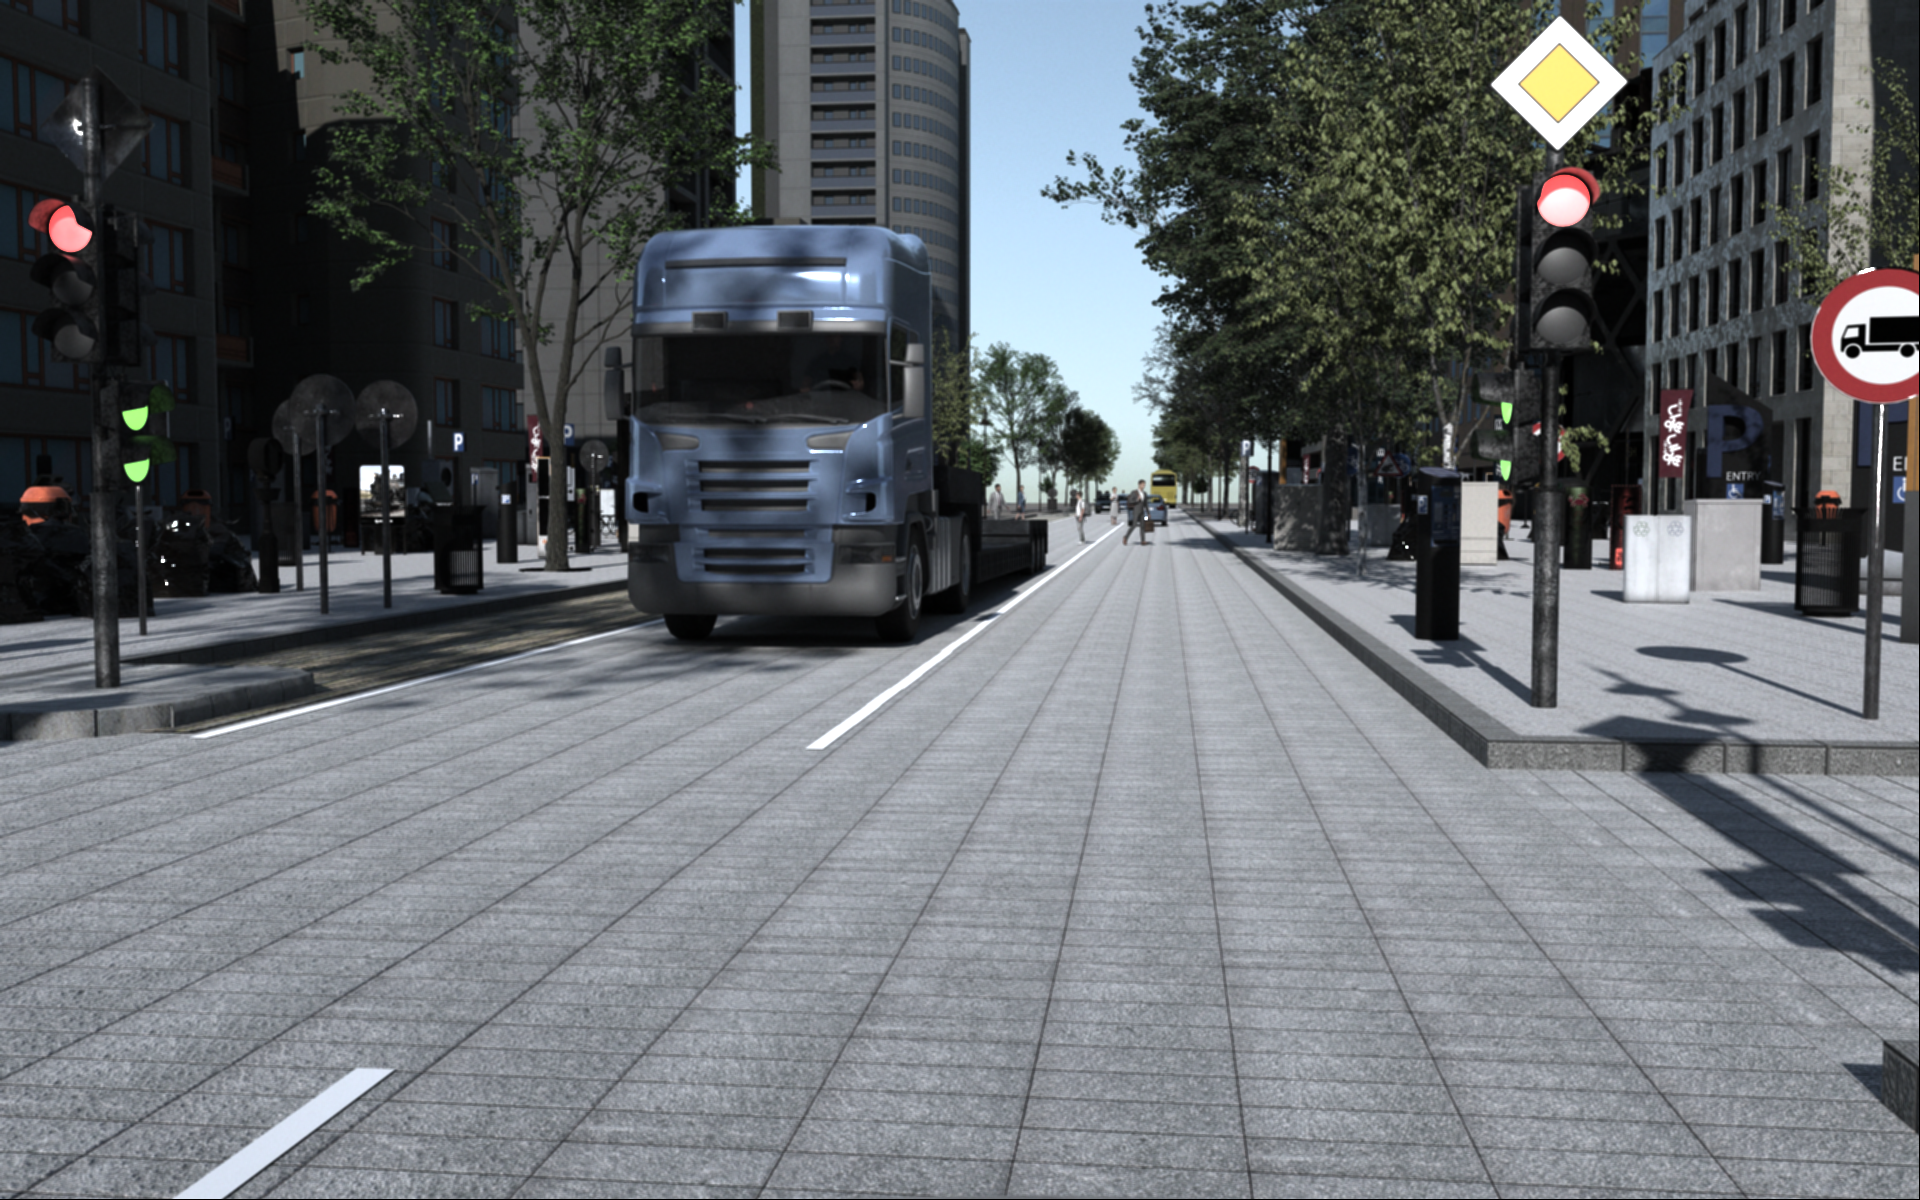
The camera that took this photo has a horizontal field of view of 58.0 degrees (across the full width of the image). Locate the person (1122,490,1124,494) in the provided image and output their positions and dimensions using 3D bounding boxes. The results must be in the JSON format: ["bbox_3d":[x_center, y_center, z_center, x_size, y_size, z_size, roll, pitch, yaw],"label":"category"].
[{"bbox_3d":[16.493,-10.163,174.657,0.705,1.826,1.348,2,4,34],"label":"person"}]

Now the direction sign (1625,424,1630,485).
[{"bbox_3d":[21.817,-3.955,56.664,0.379,3.537,0.876,2,4,25],"label":"direction sign"}]

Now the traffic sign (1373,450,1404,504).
[{"bbox_3d":[12.605,-3.121,51.026,0.884,2.594,0.081,1,4,15],"label":"traffic sign"}]

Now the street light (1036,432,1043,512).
[{"bbox_3d":[5.868,-9.423,126.848,0.468,5.910,1.993,0,4,7],"label":"street light"}]

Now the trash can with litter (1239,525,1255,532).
[{"bbox_3d":[10.775,-2.936,59.069,2.233,1.210,1.678,2,4,26],"label":"trash can with litter"}]

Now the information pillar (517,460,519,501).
[{"bbox_3d":[-19.245,-5.105,74.829,0.183,3.616,0.504,1,4,17],"label":"information pillar"}]

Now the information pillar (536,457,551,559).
[{"bbox_3d":[-8.217,-1.835,34.488,0.304,2.012,0.304,1,4,12],"label":"information pillar"}]

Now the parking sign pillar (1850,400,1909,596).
[{"bbox_3d":[12.176,-2.062,22.190,1.447,3.967,1.447,2,4,32],"label":"parking sign pillar"}]

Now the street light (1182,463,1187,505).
[{"bbox_3d":[31.216,-16.502,242.591,0.468,5.910,1.993,0,4,7],"label":"street light"}]

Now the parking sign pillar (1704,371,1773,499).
[{"bbox_3d":[16.904,-3.008,37.659,1.447,3.967,1.447,2,4,34],"label":"parking sign pillar"}]

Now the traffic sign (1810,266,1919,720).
[{"bbox_3d":[5.196,-0.593,9.804,0.768,2.556,0.104,1,4,16],"label":"traffic sign"}]

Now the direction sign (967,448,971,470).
[{"bbox_3d":[0.429,-5.758,86.139,0.379,3.537,0.876,-1,4,-10],"label":"direction sign"}]

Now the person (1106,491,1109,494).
[{"bbox_3d":[16.824,-11.524,196.931,1.348,1.822,0.705,2,4,28],"label":"person"}]

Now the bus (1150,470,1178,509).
[{"bbox_3d":[20.582,-11.214,174.888,2.896,3.916,12.252,0,4,7],"label":"bus"}]

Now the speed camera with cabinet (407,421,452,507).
[{"bbox_3d":[-14.210,-3.157,45.955,0.660,3.252,2.038,1,4,11],"label":"speed camera with cabinet"}]

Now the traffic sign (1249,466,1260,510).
[{"bbox_3d":[13.379,-4.834,79.145,0.768,2.556,0.104,1,4,15],"label":"traffic sign"}]

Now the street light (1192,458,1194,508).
[{"bbox_3d":[21.612,-11.487,160.606,0.468,5.910,1.993,0,4,7],"label":"street light"}]

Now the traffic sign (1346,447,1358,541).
[{"bbox_3d":[10.566,-2.870,47.027,0.768,2.556,0.104,1,4,15],"label":"traffic sign"}]

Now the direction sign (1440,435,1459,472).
[{"bbox_3d":[18.721,-4.545,66.316,0.379,3.537,0.876,-2,4,-30],"label":"direction sign"}]

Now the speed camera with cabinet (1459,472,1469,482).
[{"bbox_3d":[20.434,-4.746,71.940,0.660,3.252,2.038,3,5,42],"label":"speed camera with cabinet"}]

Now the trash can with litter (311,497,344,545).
[{"bbox_3d":[-16.089,-1.995,43.671,1.678,1.210,2.233,2,4,32],"label":"trash can with litter"}]

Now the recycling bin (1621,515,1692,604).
[{"bbox_3d":[8.286,-0.494,20.629,0.722,1.027,0.722,1,4,19],"label":"recycling bin"}]

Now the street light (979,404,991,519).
[{"bbox_3d":[1.276,-7.041,87.906,0.468,5.910,1.993,0,4,7],"label":"street light"}]

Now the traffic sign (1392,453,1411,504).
[{"bbox_3d":[13.669,-3.297,54.020,0.768,2.556,0.104,1,4,10],"label":"traffic sign"}]

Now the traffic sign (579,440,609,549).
[{"bbox_3d":[-8.566,-2.471,40.512,0.768,2.556,0.104,1,4,16],"label":"traffic sign"}]

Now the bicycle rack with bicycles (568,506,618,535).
[{"bbox_3d":[-11.663,-2.490,54.102,2.925,0.926,2.852,3,5,41],"label":"bicycle rack with bicycles"}]

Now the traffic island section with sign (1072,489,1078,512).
[{"bbox_3d":[9.127,-7.893,137.682,1.989,1.847,2.006,0,4,7],"label":"traffic island section with sign"}]

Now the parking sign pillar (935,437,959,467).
[{"bbox_3d":[-0.641,-5.661,81.033,1.447,3.967,1.447,3,5,43],"label":"parking sign pillar"}]

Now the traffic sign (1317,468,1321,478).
[{"bbox_3d":[16.889,-4.893,80.110,0.768,2.556,0.104,1,4,15],"label":"traffic sign"}]

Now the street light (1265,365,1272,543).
[{"bbox_3d":[8.129,-4.441,45.402,0.468,5.910,1.993,0,4,7],"label":"street light"}]

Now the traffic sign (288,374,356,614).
[{"bbox_3d":[-6.797,-1.122,18.449,0.768,2.556,0.104,0,4,7],"label":"traffic sign"}]

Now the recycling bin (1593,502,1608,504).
[{"bbox_3d":[19.541,-2.508,53.559,0.722,1.027,0.722,0,4,-5],"label":"recycling bin"}]

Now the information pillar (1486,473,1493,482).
[{"bbox_3d":[18.609,-3.445,60.815,0.304,2.012,0.304,1,4,16],"label":"information pillar"}]

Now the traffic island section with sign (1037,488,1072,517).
[{"bbox_3d":[5.965,-6.249,110.791,1.989,1.847,2.006,0,4,7],"label":"traffic island section with sign"}]

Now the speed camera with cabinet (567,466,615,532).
[{"bbox_3d":[-12.661,-3.903,58.148,2.038,3.252,0.660,-2,4,-30],"label":"speed camera with cabinet"}]

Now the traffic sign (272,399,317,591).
[{"bbox_3d":[-8.718,-1.388,22.801,0.768,2.556,0.104,1,4,12],"label":"traffic sign"}]

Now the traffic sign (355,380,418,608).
[{"bbox_3d":[-6.437,-1.180,19.406,0.768,2.556,0.104,1,4,9],"label":"traffic sign"}]

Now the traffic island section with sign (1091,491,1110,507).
[{"bbox_3d":[15.533,-11.234,192.299,1.989,1.847,2.006,0,4,7],"label":"traffic island section with sign"}]

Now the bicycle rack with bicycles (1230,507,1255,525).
[{"bbox_3d":[12.556,-3.572,71.778,2.925,0.926,2.852,2,4,31],"label":"bicycle rack with bicycles"}]

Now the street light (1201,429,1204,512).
[{"bbox_3d":[17.063,-9.105,121.659,0.468,5.910,1.993,0,4,7],"label":"street light"}]

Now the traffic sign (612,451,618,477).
[{"bbox_3d":[-7.996,-2.396,41.298,0.606,2.300,0.079,1,4,9],"label":"traffic sign"}]

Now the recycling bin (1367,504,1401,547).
[{"bbox_3d":[10.357,-1.831,42.484,0.722,1.027,0.722,0,4,-3],"label":"recycling bin"}]

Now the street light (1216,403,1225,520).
[{"bbox_3d":[12.664,-6.823,84.350,0.468,5.910,1.993,0,4,7],"label":"street light"}]

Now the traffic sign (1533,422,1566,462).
[{"bbox_3d":[10.206,-1.841,30.203,0.768,2.556,0.104,1,4,14],"label":"traffic sign"}]

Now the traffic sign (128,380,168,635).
[{"bbox_3d":[-7.408,-0.827,15.649,0.606,2.300,0.079,1,4,16],"label":"traffic sign"}]

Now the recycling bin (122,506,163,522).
[{"bbox_3d":[-17.299,-1.469,36.574,0.722,1.027,0.722,-3,4,-38],"label":"recycling bin"}]

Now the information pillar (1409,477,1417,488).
[{"bbox_3d":[19.363,-4.256,74.075,0.304,2.012,0.304,0,4,1],"label":"information pillar"}]

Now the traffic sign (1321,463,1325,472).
[{"bbox_3d":[11.911,-3.281,55.775,0.606,2.300,0.079,1,4,9],"label":"traffic sign"}]

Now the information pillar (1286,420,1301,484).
[{"bbox_3d":[10.335,-3.820,53.816,0.504,3.616,0.183,1,4,23],"label":"information pillar"}]

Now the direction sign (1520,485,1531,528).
[{"bbox_3d":[21.311,-4.476,65.182,0.379,3.537,0.876,-2,4,-34],"label":"direction sign"}]
